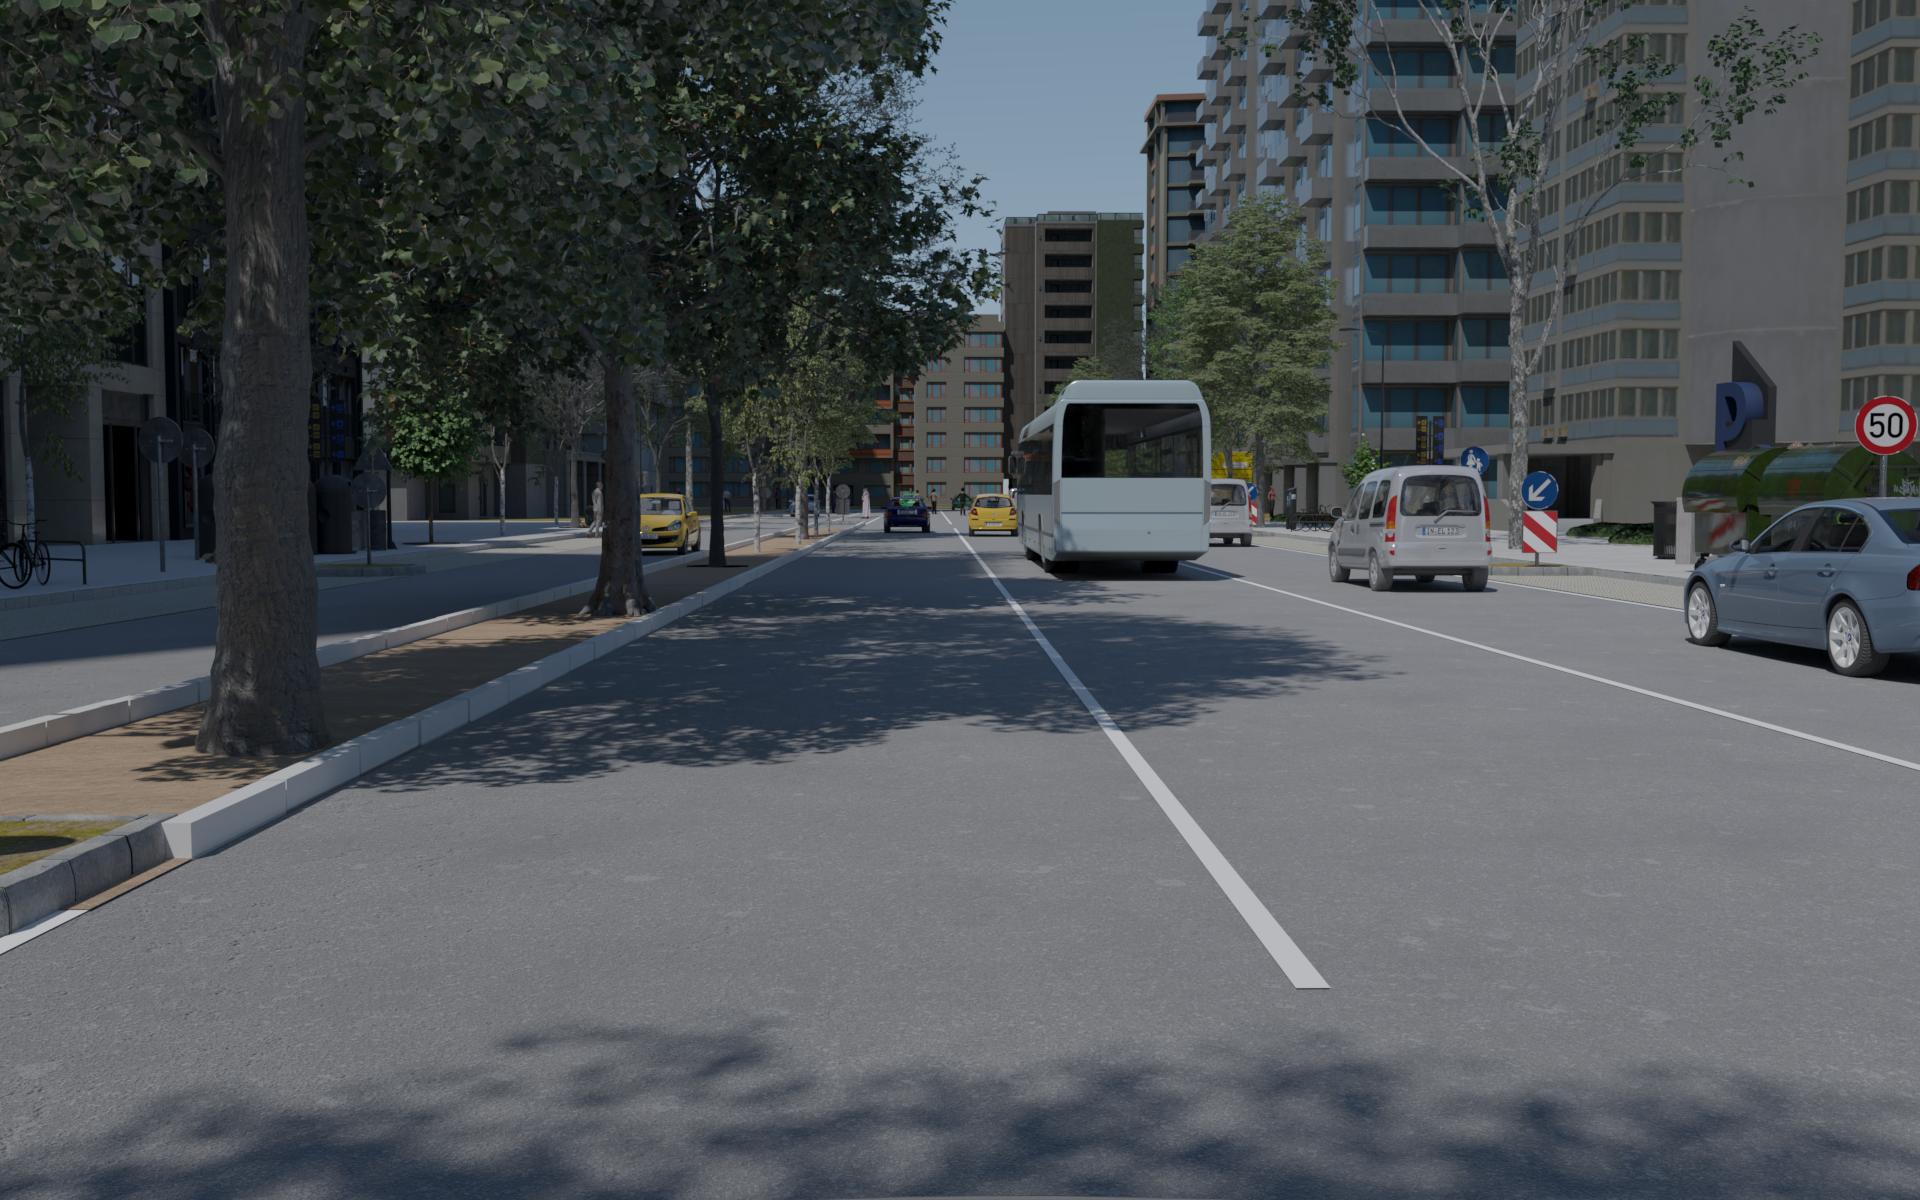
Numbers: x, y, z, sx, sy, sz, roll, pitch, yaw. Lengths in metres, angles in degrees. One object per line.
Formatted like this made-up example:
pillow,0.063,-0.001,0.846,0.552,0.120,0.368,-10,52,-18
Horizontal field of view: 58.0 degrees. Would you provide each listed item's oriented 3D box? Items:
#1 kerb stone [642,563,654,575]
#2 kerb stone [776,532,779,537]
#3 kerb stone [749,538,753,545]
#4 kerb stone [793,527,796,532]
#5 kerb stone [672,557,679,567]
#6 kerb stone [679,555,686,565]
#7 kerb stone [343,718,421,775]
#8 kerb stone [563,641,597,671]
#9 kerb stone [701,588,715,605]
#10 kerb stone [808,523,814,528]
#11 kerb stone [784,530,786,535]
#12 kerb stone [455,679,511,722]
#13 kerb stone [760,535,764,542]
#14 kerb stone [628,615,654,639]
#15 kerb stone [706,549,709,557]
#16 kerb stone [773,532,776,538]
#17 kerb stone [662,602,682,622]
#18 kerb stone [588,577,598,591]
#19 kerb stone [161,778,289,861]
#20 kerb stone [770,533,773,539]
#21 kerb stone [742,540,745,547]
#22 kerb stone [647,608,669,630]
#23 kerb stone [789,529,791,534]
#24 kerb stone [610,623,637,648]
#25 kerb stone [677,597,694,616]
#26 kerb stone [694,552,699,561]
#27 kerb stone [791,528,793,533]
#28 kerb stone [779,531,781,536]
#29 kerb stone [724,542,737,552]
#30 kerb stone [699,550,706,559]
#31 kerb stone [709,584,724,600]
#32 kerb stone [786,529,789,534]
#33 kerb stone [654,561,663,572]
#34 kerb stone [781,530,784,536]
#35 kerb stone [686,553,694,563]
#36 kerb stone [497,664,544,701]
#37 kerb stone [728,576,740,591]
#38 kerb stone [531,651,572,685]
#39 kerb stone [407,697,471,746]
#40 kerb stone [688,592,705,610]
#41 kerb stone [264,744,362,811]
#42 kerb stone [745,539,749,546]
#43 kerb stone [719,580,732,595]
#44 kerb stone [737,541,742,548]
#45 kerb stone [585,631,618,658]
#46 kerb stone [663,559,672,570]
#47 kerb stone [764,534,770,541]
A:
kerb stone,-5.622,-0.527,30.814,0.120,0.150,1.000,0,4,-1
kerb stone,-6.090,-2.092,56.455,0.120,0.150,1.000,0,4,-1
kerb stone,-5.949,-1.591,48.261,0.120,0.150,1.000,0,4,-1
kerb stone,-6.230,-2.534,63.619,0.120,0.150,1.000,0,4,-1
kerb stone,-5.677,-0.715,33.881,0.120,0.150,1.000,0,4,-1
kerb stone,-5.698,-0.775,34.911,0.120,0.150,1.000,0,4,-1
kerb stone,-3.120,0.788,9.314,0.120,0.150,1.000,0,4,-1
kerb stone,-3.211,0.479,14.455,0.120,0.150,1.000,0,4,-1
kerb stone,-3.359,-0.025,22.663,0.120,0.150,1.000,0,4,-1
kerb stone,-6.467,-3.287,75.944,0.120,0.150,1.000,0,4,-1
kerb stone,-6.158,-2.283,59.529,0.120,0.150,1.000,0,4,-1
kerb stone,-3.146,0.662,11.373,0.120,0.150,1.000,0,4,-1
kerb stone,-5.998,-1.779,51.330,0.120,0.150,1.000,0,4,-1
kerb stone,-3.264,0.286,17.524,0.120,0.150,1.000,0,4,-1
kerb stone,-5.772,-1.026,39.009,0.120,0.150,1.000,0,4,-1
kerb stone,-6.078,-2.032,55.431,0.120,0.150,1.000,0,4,-1
kerb stone,-3.306,0.160,19.577,0.120,0.150,1.000,0,4,-1
kerb stone,-5.520,-0.214,25.700,0.120,0.150,1.000,0,4,-1
kerb stone,-3.073,0.915,7.264,0.120,0.150,1.000,0,4,-1
kerb stone,-6.059,-1.968,54.403,0.120,0.150,1.000,0,4,-1
kerb stone,-5.910,-1.469,46.211,0.120,0.150,1.000,0,4,-1
kerb stone,-3.280,0.224,18.552,0.120,0.150,1.000,0,4,-1
kerb stone,-6.195,-2.409,61.574,0.120,0.150,1.000,0,4,-1
kerb stone,-3.247,0.354,16.502,0.120,0.150,1.000,0,4,-1
kerb stone,-3.321,0.100,20.609,0.120,0.150,1.000,0,4,-1
kerb stone,-5.740,-0.900,36.955,0.120,0.150,1.000,0,4,-1
kerb stone,-6.209,-2.469,62.597,0.120,0.150,1.000,0,4,-1
kerb stone,-6.121,-2.158,57.476,0.120,0.150,1.000,0,4,-1
kerb stone,-5.866,-1.343,44.157,0.120,0.150,1.000,0,4,-1
kerb stone,-5.758,-0.965,37.977,0.120,0.150,1.000,0,4,-1
kerb stone,-3.384,-0.089,23.684,0.120,0.150,1.000,0,4,-1
kerb stone,-6.176,-2.345,60.551,0.120,0.150,1.000,0,4,-1
kerb stone,-5.642,-0.589,31.837,0.120,0.150,1.000,0,4,-1
kerb stone,-6.137,-2.221,58.507,0.120,0.150,1.000,0,4,-1
kerb stone,-5.707,-0.839,35.933,0.120,0.150,1.000,0,4,-1
kerb stone,-3.168,0.599,12.401,0.120,0.150,1.000,0,4,-1
kerb stone,-3.422,-0.215,25.738,0.120,0.150,1.000,0,4,-1
kerb stone,-3.190,0.536,13.425,0.120,0.150,1.000,0,4,-1
kerb stone,-3.132,0.728,10.348,0.120,0.150,1.000,0,4,-1
kerb stone,-3.347,0.034,21.635,0.120,0.150,1.000,0,4,-1
kerb stone,-3.099,0.850,8.292,0.120,0.150,1.000,0,4,-1
kerb stone,-5.931,-1.530,47.236,0.120,0.150,1.000,0,4,-1
kerb stone,-3.406,-0.149,24.707,0.120,0.150,1.000,0,4,-1
kerb stone,-5.881,-1.406,45.187,0.120,0.150,1.000,0,4,-1
kerb stone,-3.227,0.411,15.480,0.120,0.150,1.000,0,4,-1
kerb stone,-5.654,-0.652,32.859,0.120,0.150,1.000,0,4,-1
kerb stone,-6.049,-1.907,53.374,0.120,0.150,1.000,0,4,-1
